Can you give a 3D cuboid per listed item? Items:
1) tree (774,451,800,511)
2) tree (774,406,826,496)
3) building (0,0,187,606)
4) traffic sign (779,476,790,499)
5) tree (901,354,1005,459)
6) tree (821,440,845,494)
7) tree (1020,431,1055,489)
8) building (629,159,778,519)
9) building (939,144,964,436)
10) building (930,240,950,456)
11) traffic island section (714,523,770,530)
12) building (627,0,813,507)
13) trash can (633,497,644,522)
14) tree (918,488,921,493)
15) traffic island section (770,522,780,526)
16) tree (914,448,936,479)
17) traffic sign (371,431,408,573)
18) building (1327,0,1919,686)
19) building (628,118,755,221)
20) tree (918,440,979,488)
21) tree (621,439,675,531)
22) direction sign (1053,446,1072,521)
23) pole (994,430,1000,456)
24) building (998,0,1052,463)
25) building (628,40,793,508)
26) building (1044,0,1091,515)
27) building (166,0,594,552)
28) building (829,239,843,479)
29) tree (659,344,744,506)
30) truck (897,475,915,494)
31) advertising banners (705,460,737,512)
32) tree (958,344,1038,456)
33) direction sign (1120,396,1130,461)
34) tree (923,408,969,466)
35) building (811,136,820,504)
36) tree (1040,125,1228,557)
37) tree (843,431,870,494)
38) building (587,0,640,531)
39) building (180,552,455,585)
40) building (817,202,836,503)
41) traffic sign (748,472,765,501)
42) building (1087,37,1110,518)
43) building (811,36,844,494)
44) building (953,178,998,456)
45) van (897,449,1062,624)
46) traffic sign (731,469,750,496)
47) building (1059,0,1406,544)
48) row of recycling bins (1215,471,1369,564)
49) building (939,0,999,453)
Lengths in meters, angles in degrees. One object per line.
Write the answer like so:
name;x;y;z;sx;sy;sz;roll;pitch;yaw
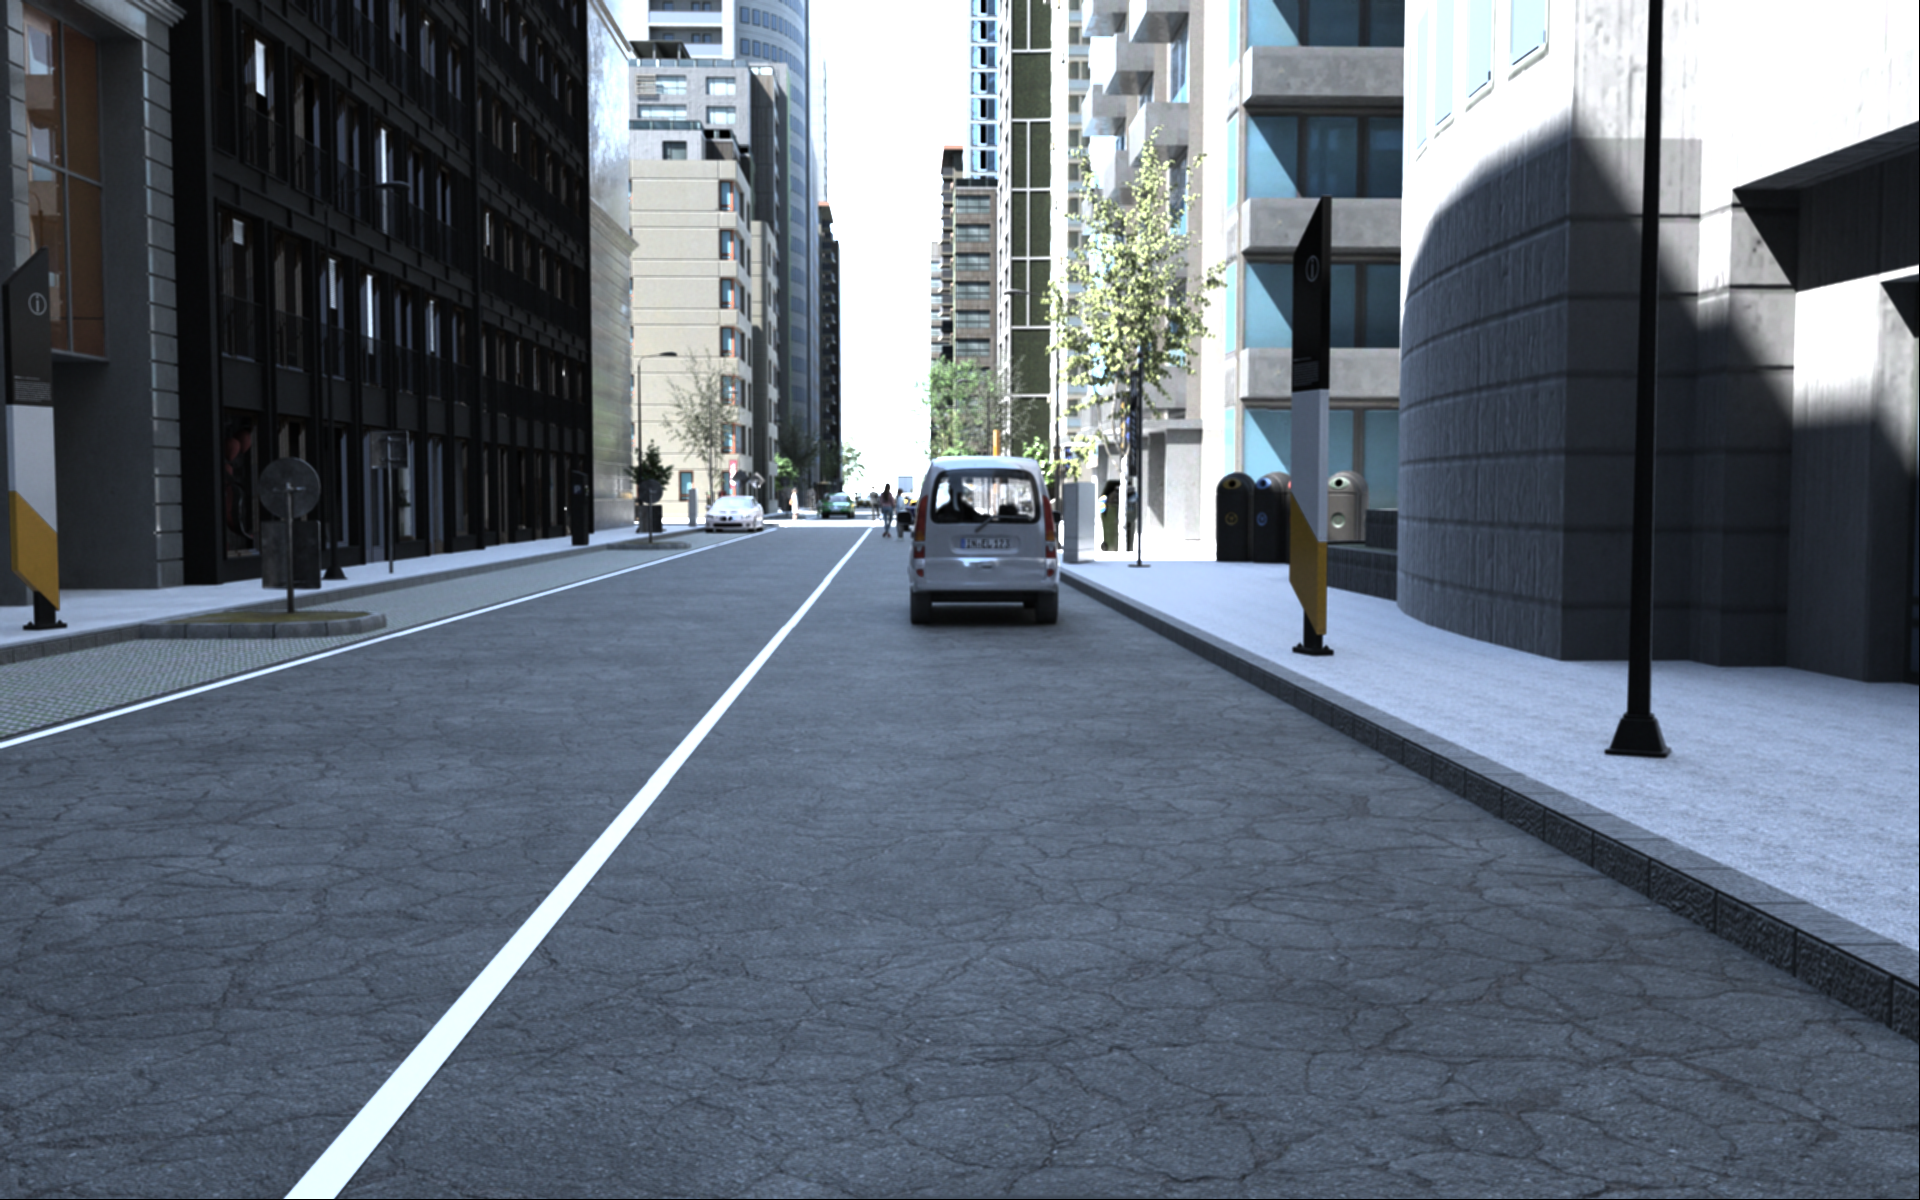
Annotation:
tree;-13.881;-9.083;132.213;4.285;4.588;4.351;0;3;0
tree;-14.045;-12.138;148.823;4.360;8.622;3.978;0;3;0
building;-15.709;-14.123;8.412;11.434;29.767;29.804;0;4;-2
traffic sign;-12.408;-7.494;122.632;0.768;2.556;0.104;0;4;6
tree;-0.652;-12.317;127.138;9.928;11.665;9.643;0;3;0
tree;-17.199;-17.003;228.357;4.737;8.622;4.395;0;3;0
tree;2.242;-3.580;53.129;1.663;3.219;1.824;0;3;0
building;-25.853;-15.832;103.893;27.650;21.520;28.899;0;4;-2
building;8.554;-34.216;214.051;22.147;44.769;28.867;0;4;-2
building;2.102;-36.488;280.170;14.154;41.232;14.086;0;4;-2
traffic island section;-8.909;-2.928;70.149;2.009;0.180;2.903;0;4;-2
building;-26.596;-39.009;179.794;21.231;58.520;28.212;0;4;-2
trash can;-14.806;-4.142;79.368;0.748;1.137;0.748;0;3;0
tree;-6.144;-17.808;285.760;1.663;3.219;1.824;0;3;0
traffic island section;-9.187;-3.416;78.129;2.009;0.180;2.903;0;4;-2
tree;-4.328;-17.710;239.921;4.360;8.622;3.978;0;3;0
traffic sign;-9.227;-1.585;28.037;0.606;2.300;0.079;0;4;2
building;15.031;-28.862;13.886;21.231;58.520;28.212;0;4;-2
building;-23.742;-22.343;137.011;14.160;30.474;14.107;0;4;-2
tree;0.068;-7.389;104.523;4.285;4.588;4.351;0;3;0
tree;-10.647;-4.017;60.284;1.663;3.219;1.824;0;3;0
direction sign;4.838;-5.489;81.737;0.876;3.537;0.379;0;4;0
pole;1.180;-3.761;55.341;0.158;3.312;0.155;0;3;0
building;11.718;-43.014;141.524;20.563;71.187;20.611;0;4;-2
building;-22.945;-29.097;159.326;14.154;41.232;14.086;0;4;-2
building;18.526;-25.529;109.278;32.217;40.220;23.993;0;4;-2
building;-17.802;-13.332;47.656;12.332;23.373;15.834;0;4;-2
building;-27.152;-39.397;294.242;14.600;45.320;14.200;0;4;-2
tree;-12.284;-8.185;84.185;4.360;8.622;3.978;0;3;0
truck;-8.188;-16.678;261.596;2.839;4.237;11.283;0;4;-1
advertising banners;-12.215;-5.663;88.778;2.074;3.025;0.090;2;4;31
tree;1.701;-8.273;85.628;4.360;8.622;3.978;0;3;0
direction sign;3.853;-2.959;40.381;0.379;3.537;0.876;-1;4;-8
tree;-1.088;-11.816;143.557;4.737;8.622;4.395;0;3;0
building;-24.837;-34.619;216.139;14.600;45.320;14.200;0;4;-2
tree;3.393;-5.209;35.533;4.737;8.622;4.395;0;3;0
tree;-20.142;-24.102;312.196;7.486;12.596;7.792;0;3;0
building;-24.858;-16.193;62.013;25.104;27.353;12.463;0;4;-2
building;-16.883;-12.335;31.356;12.332;23.373;15.834;0;4;-2
building;-29.416;-36.516;251.663;22.147;44.769;28.867;0;4;-2
traffic sign;-9.163;-4.552;78.068;0.795;2.450;0.064;0;4;-2
building;14.137;-26.656;85.935;14.200;45.320;14.600;0;4;-2
building;-29.118;-51.239;276.001;20.563;71.187;20.611;0;4;-2
building;6.342;-23.819;161.138;14.160;30.474;14.107;0;4;-2
van;0.242;-0.827;20.535;2.013;2.044;4.112;0;4;-1
traffic sign;-8.886;-4.064;70.088;0.795;2.450;0.064;0;4;-2
building;15.724;-26.543;53.590;23.786;49.044;30.456;0;4;-2
row of recycling bins;6.116;-1.525;32.044;1.069;1.692;3.534;-3;4;-36
building;9.247;-53.177;182.110;22.319;86.520;31.000;0;4;-2
